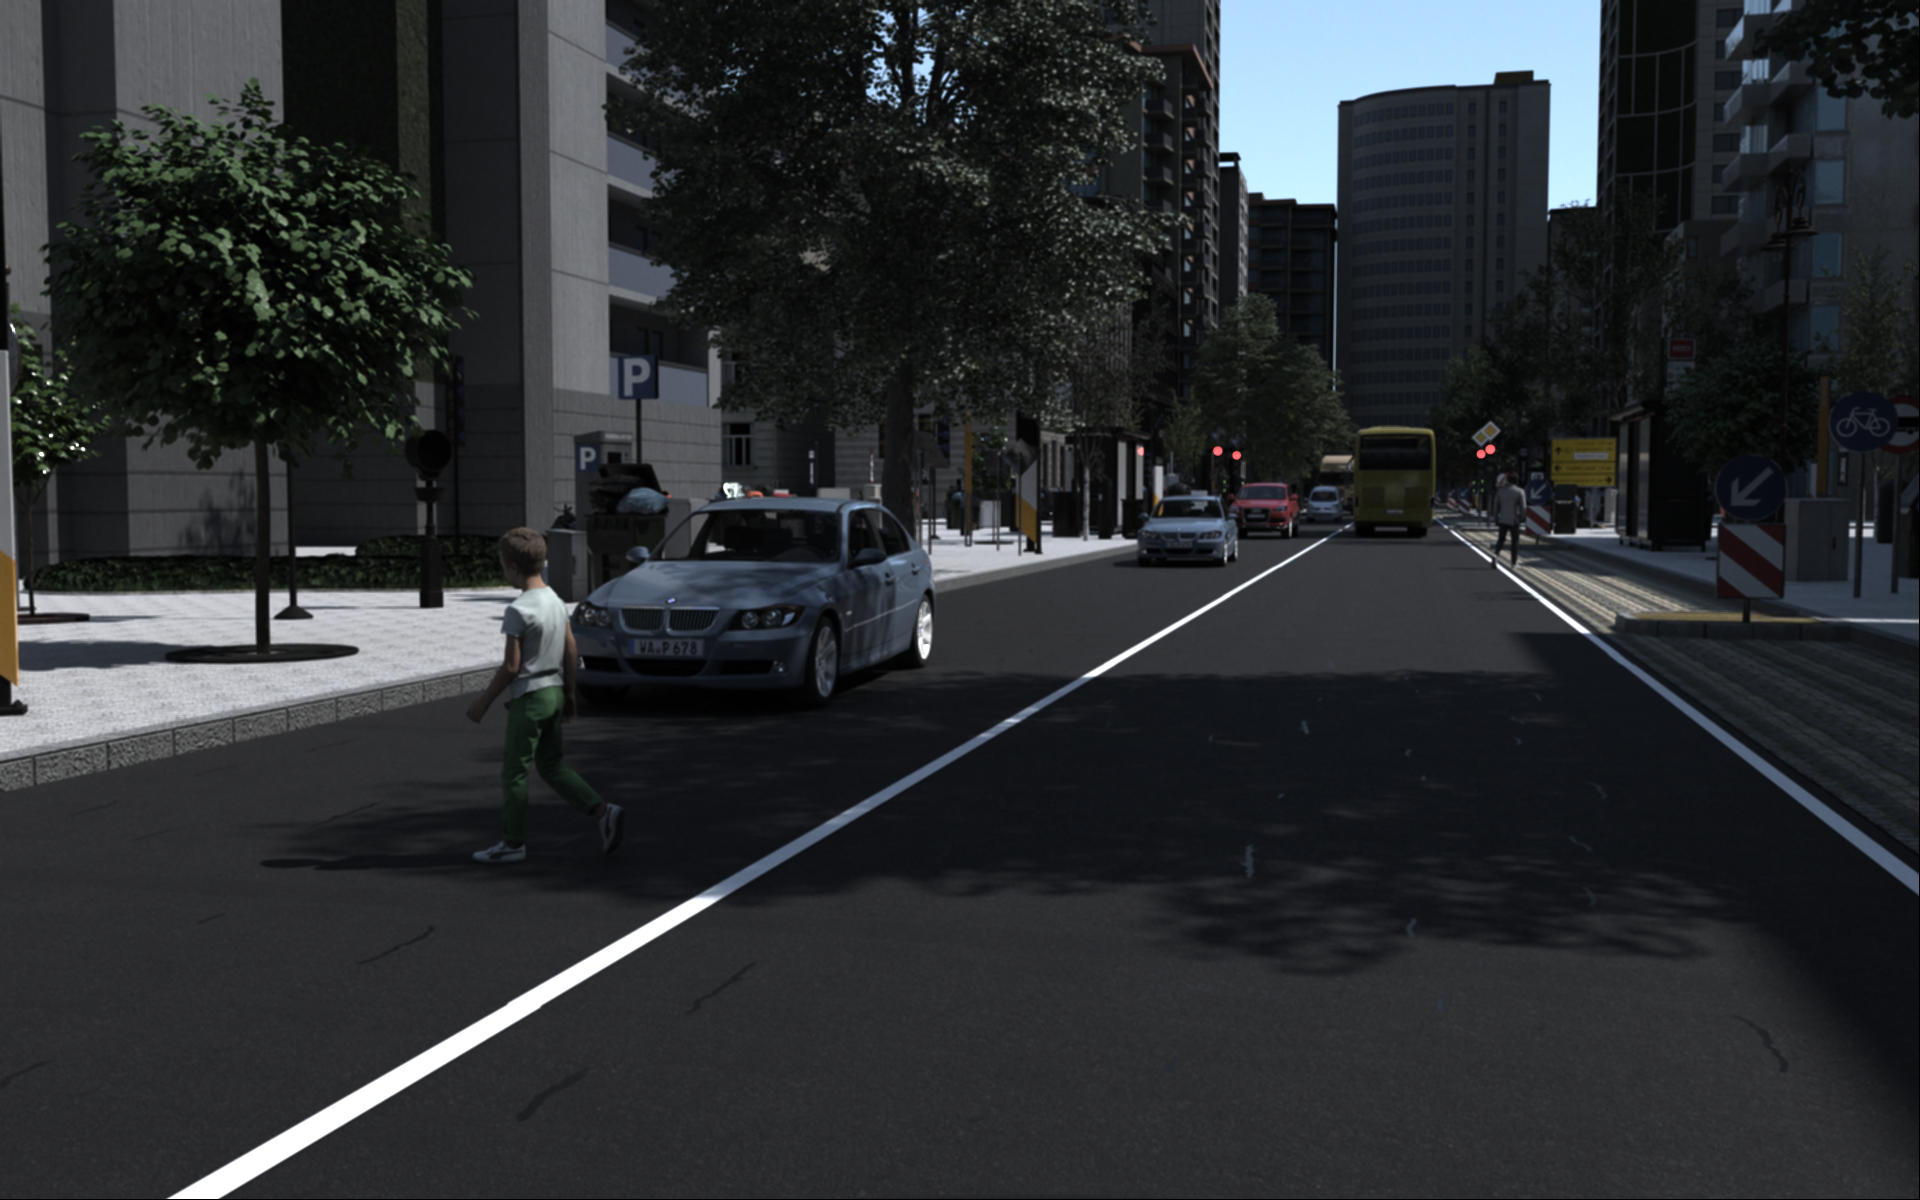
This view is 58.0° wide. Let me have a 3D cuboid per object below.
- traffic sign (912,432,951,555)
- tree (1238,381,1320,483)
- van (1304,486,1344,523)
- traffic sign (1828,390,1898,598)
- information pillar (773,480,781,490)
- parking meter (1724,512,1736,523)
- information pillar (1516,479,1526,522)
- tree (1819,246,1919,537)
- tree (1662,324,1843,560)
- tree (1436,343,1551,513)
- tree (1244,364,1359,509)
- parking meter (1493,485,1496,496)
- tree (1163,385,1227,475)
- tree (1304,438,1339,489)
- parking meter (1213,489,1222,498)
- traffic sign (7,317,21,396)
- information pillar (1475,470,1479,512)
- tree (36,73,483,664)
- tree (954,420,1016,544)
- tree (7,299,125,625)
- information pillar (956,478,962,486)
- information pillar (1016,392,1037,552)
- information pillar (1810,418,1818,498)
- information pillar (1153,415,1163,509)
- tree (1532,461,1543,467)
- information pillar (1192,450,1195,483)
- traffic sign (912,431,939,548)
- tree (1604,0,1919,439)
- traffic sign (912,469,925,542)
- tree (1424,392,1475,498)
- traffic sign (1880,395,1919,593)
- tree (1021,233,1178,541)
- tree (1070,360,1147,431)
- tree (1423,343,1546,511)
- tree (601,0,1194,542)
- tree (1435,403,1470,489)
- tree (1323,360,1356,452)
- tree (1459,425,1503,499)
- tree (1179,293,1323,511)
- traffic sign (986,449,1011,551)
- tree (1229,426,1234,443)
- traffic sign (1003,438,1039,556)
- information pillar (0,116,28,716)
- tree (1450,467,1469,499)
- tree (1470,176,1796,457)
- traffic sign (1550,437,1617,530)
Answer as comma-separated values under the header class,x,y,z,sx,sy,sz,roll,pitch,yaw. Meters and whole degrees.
class,x,y,z,sx,sy,sz,roll,pitch,yaw
traffic sign,-0.634,-2.232,36.497,0.884,2.594,0.081,1,4,15
tree,20.075,-9.713,109.163,4.737,8.622,4.395,0,3,0
van,18.624,-4.980,88.438,2.013,2.044,4.112,1,4,15
traffic sign,11.121,-1.302,21.392,0.768,2.556,0.104,1,4,21
information pillar,-9.704,-5.352,92.004,0.304,2.012,0.304,2,4,27
parking meter,26.278,-3.097,59.047,0.372,1.533,0.369,0,3,0
information pillar,25.846,-4.607,79.809,0.304,2.012,0.304,-3,4,-36
tree,27.191,-6.155,50.999,4.737,8.622,4.395,0,3,0
tree,15.391,-3.052,33.608,4.285,4.588,4.351,0,3,0
tree,35.642,-11.618,115.705,9.928,11.665,9.643,0,3,0
tree,29.174,-14.147,148.310,9.611,12.733,9.660,0,3,0
parking meter,34.120,-6.433,110.893,0.255,1.863,0.399,2,4,28
tree,14.852,-10.051,114.697,4.737,8.622,4.395,0,3,0
tree,38.570,-14.263,183.564,4.360,8.622,3.978,0,3,0
parking meter,11.675,-4.290,78.545,0.372,1.533,0.369,0,3,0
traffic sign,-6.433,-0.684,11.286,0.768,2.556,0.104,1,4,17
information pillar,36.871,-8.075,123.382,0.183,3.616,0.504,-1,4,-14
tree,-5.509,-1.827,13.587,4.285,4.588,4.351,0,3,0
tree,0.885,-3.063,44.676,1.663,3.219,1.824,0,3,0
tree,-9.488,-1.392,17.357,1.663,3.219,1.824,0,3,0
information pillar,-0.051,-4.628,80.164,0.304,2.012,0.304,0,4,1
information pillar,1.488,-2.871,38.292,0.504,3.616,0.183,0,4,1
information pillar,23.155,-3.385,46.699,0.183,3.616,0.504,-1,4,-13
information pillar,5.861,-3.661,51.216,0.183,3.616,0.504,2,4,34
tree,47.593,-9.548,139.820,4.285,4.588,4.351,0,3,0
information pillar,12.526,-6.214,92.960,0.183,3.616,0.504,0,4,0
traffic sign,-0.809,-2.141,35.116,0.768,2.556,0.104,1,4,18
tree,9.025,-6.309,9.800,9.857,13.997,8.962,0,3,0
traffic sign,-1.050,-2.487,40.769,0.768,2.556,0.104,1,4,16
tree,54.830,-16.757,192.107,7.486,12.596,7.792,0,3,0
traffic sign,12.097,-1.360,22.344,0.768,2.556,0.104,1,4,17
tree,3.694,-5.919,47.143,4.360,8.622,3.978,0,3,0
tree,7.977,-8.901,95.890,4.737,8.622,4.395,0,3,0
tree,40.002,-13.143,131.891,9.611,12.733,9.660,0,3,0
tree,-0.974,-7.410,27.812,9.857,13.997,8.962,0,3,0
tree,28.810,-9.369,87.599,7.601,10.594,8.767,-2,4,-31
tree,25.850,-12.992,130.546,7.486,12.596,7.792,0,3,0
tree,51.817,-13.821,176.336,4.737,8.622,4.395,0,3,0
tree,16.199,-11.024,98.369,7.486,12.596,7.792,0,3,0
traffic sign,0.864,-2.266,39.174,0.606,2.300,0.079,1,4,18
tree,18.962,-11.257,134.415,4.737,8.622,4.395,0,3,0
traffic sign,1.243,-2.122,35.882,0.795,2.450,0.064,2,4,23
information pillar,-5.697,-1.136,9.923,0.504,3.616,0.183,-1,4,-21
tree,58.591,-15.493,203.677,4.360,8.622,3.978,0,3,0
tree,19.542,-7.075,50.090,8.767,10.594,7.601,1,4,18
traffic sign,22.509,-4.202,62.583,2.265,3.308,0.079,1,4,21
